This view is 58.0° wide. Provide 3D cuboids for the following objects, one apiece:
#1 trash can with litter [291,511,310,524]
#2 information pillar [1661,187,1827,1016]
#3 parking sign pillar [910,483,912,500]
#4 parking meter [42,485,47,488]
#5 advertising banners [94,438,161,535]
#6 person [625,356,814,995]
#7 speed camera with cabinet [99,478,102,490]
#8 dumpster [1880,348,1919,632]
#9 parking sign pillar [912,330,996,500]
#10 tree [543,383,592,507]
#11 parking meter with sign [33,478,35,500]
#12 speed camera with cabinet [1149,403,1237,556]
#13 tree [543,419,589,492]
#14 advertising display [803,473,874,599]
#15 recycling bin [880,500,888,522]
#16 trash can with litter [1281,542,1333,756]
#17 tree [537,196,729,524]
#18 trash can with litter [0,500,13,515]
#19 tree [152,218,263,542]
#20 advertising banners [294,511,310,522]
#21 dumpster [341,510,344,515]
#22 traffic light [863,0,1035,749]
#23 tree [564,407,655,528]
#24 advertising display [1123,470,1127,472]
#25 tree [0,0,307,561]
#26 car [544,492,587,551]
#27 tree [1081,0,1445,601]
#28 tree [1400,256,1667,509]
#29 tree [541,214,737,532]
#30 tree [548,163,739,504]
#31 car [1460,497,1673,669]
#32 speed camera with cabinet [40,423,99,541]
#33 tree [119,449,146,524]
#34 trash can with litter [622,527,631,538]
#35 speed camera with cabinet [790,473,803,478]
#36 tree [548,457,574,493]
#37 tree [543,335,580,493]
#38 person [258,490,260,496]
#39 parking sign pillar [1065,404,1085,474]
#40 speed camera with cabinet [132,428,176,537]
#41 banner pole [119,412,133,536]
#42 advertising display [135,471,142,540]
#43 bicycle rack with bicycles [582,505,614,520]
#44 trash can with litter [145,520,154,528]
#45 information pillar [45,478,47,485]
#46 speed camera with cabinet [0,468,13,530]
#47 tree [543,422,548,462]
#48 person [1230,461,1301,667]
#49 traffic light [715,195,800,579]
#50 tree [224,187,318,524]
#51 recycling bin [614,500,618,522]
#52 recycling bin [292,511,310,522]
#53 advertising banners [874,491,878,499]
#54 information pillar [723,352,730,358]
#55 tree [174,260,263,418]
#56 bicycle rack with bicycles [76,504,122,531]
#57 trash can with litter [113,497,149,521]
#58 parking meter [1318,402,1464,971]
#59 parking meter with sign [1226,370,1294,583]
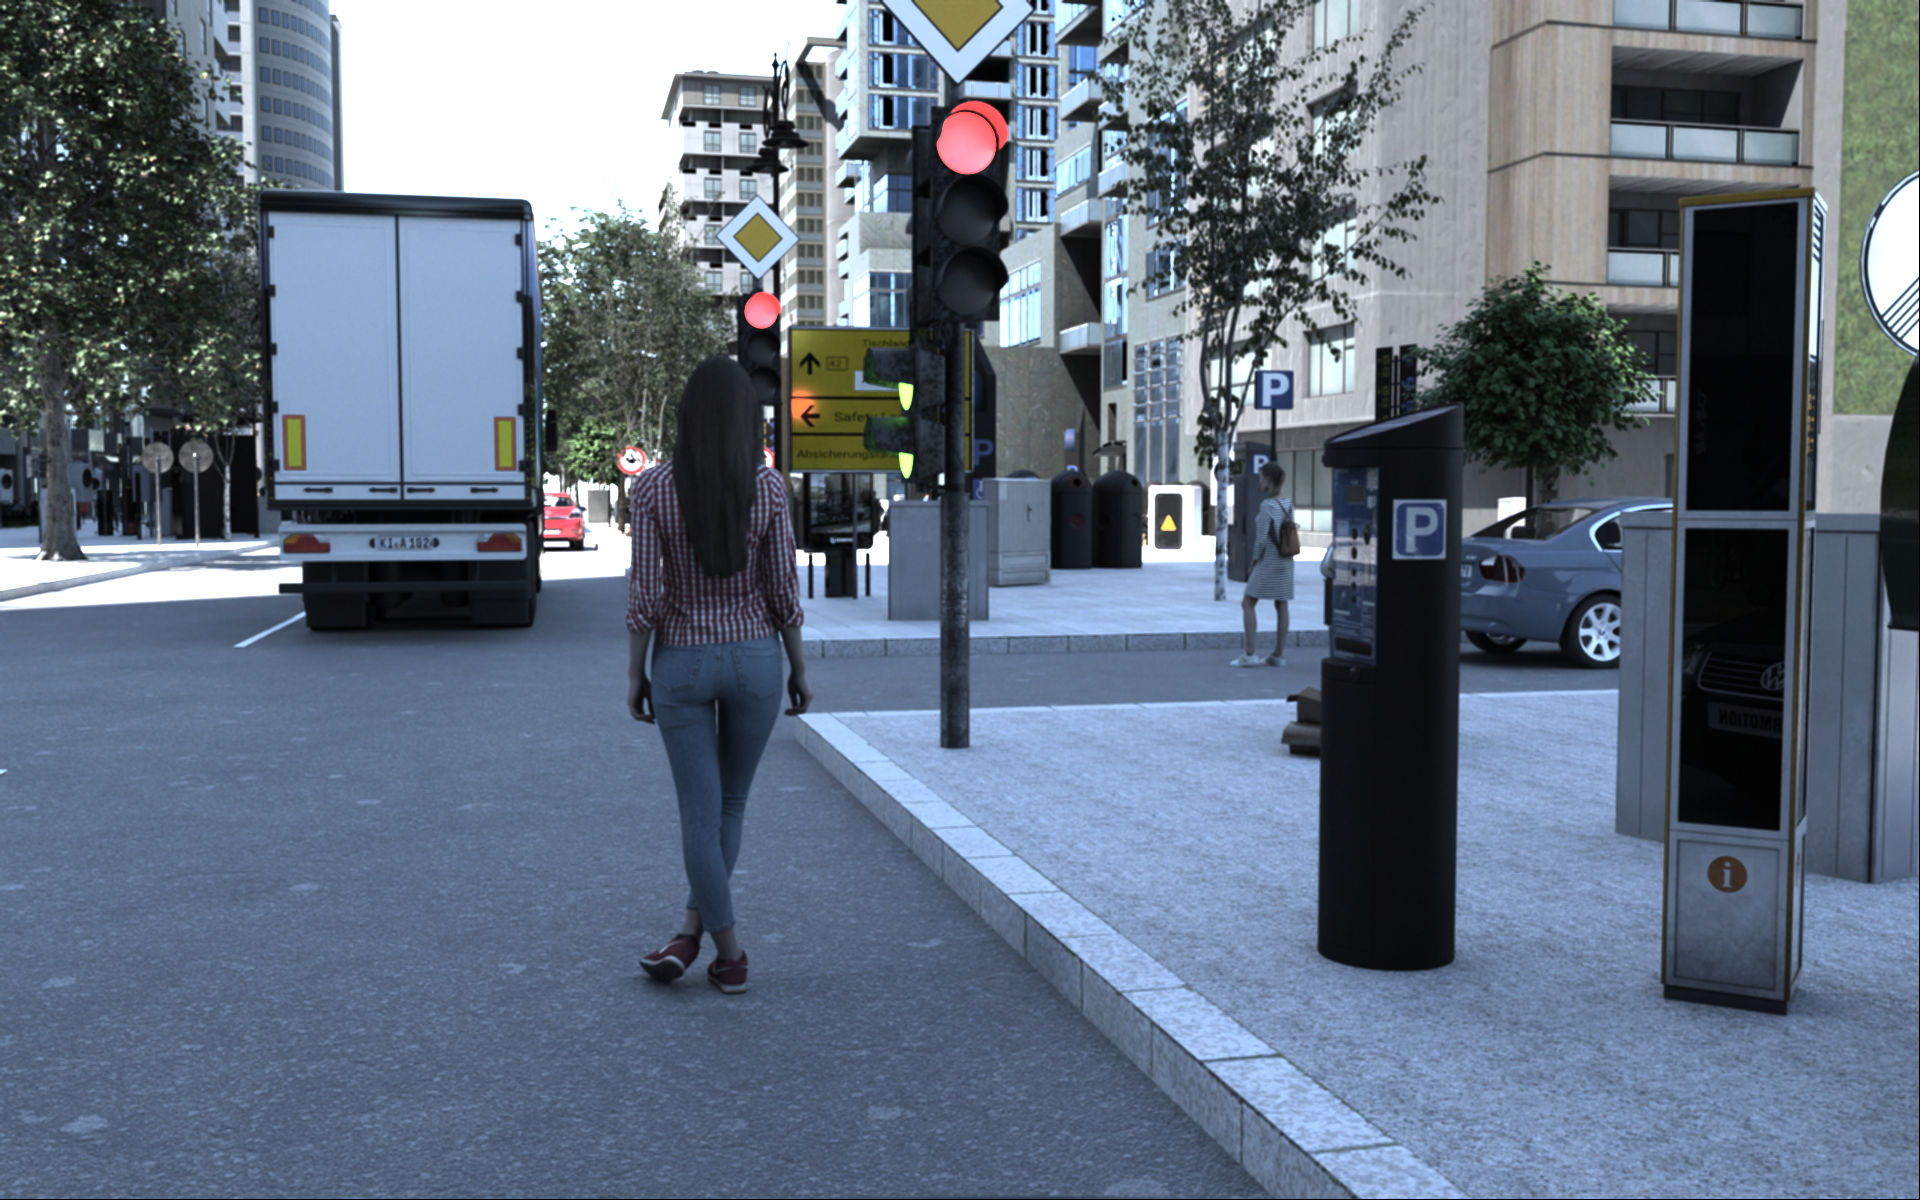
[{"bbox_3d":[-28.345,-3.895,74.736,1.678,1.210,2.233,0,4,-3],"label":"trash can with litter"},{"bbox_3d":[1.983,0.006,4.389,0.304,2.012,0.304,2,4,31],"label":"information pillar"},{"bbox_3d":[-1.411,-4.579,63.333,1.447,3.967,1.447,3,5,39],"label":"parking sign pillar"},{"bbox_3d":[-25.852,-2.494,49.186,0.372,1.533,0.369,0,3,0],"label":"parking meter"},{"bbox_3d":[-25.754,-3.514,53.640,2.074,3.025,0.090,0,4,-3],"label":"advertising banners"},{"bbox_3d":[-0.688,0.214,5.012,0.555,1.821,0.388,-2,4,-26],"label":"person"},{"bbox_3d":[-39.166,-5.035,76.659,2.038,3.252,0.660,-3,5,-45],"label":"speed camera with cabinet"},{"bbox_3d":[2.957,-0.034,3.050,1.502,2.255,1.985,-1,4,-14],"label":"dumpster"},{"bbox_3d":[0.180,-2.361,27.070,1.447,3.967,1.447,-1,4,-16],"label":"parking sign pillar"},{"bbox_3d":[-31.557,-13.224,141.969,9.928,11.665,9.643,0,3,0],"label":"tree"},{"bbox_3d":[-40.544,-4.974,77.586,1.738,3.016,0.543,-1,4,-23],"label":"parking meter with sign"},{"bbox_3d":[4.942,-2.534,35.768,2.038,3.252,0.660,2,4,29],"label":"speed camera with cabinet"},{"bbox_3d":[-52.628,-19.041,228.319,9.611,12.733,9.660,0,3,0],"label":"tree"},{"bbox_3d":[-1.500,-0.996,21.503,0.974,1.923,0.123,-3,4,-37],"label":"advertising display"},{"bbox_3d":[-2.810,-3.552,70.627,0.722,1.027,0.722,-2,4,-28],"label":"recycling bin"},{"bbox_3d":[2.060,0.163,8.724,0.624,1.170,1.055,2,4,34],"label":"trash can with litter"},{"bbox_3d":[-14.433,-10.258,74.380,9.857,13.997,8.962,0,3,0],"label":"tree"},{"bbox_3d":[-39.183,-3.668,71.353,1.055,1.170,0.624,3,4,39],"label":"trash can with litter"},{"bbox_3d":[-19.482,-5.845,45.932,4.360,8.622,3.978,0,3,0],"label":"tree"},{"bbox_3d":[-29.374,-4.938,76.919,0.090,3.025,2.074,-3,5,-42],"label":"advertising banners"},{"bbox_3d":[-29.886,-4.910,82.765,1.502,2.255,1.985,-1,4,-14],"label":"dumpster"},{"bbox_3d":[-0.045,-1.208,8.679,0.839,4.253,0.868,-1,4,-14],"label":"traffic light"},{"bbox_3d":[-13.266,-5.010,65.634,4.285,4.588,4.351,0,3,0],"label":"tree"},{"bbox_3d":[4.479,-2.586,47.490,0.123,1.923,0.974,1,4,10],"label":"advertising display"},{"bbox_3d":[-17.503,-7.109,33.240,9.611,12.733,9.660,0,3,0],"label":"tree"},{"bbox_3d":[-10.722,-2.185,44.761,2.155,1.783,4.494,-1,4,-15],"label":"car"},{"bbox_3d":[3.375,-4.303,20.723,4.360,8.622,3.978,0,3,0],"label":"tree"},{"bbox_3d":[7.911,-2.452,23.810,4.285,4.588,4.351,0,3,0],"label":"tree"},{"bbox_3d":[-11.526,-7.594,58.578,8.767,10.594,7.601,-1,4,-14],"label":"tree"},{"bbox_3d":[-6.995,-5.433,39.189,4.360,8.622,3.978,0,3,0],"label":"tree"},{"bbox_3d":[6.275,-0.198,15.246,4.499,1.417,2.014,-1,4,-14],"label":"car"},{"bbox_3d":[-24.714,-3.275,47.881,0.660,3.252,2.038,0,4,-3],"label":"speed camera with cabinet"},{"bbox_3d":[-35.329,-4.889,74.533,1.663,3.219,1.824,0,3,0],"label":"tree"},{"bbox_3d":[-9.446,-2.443,51.322,1.055,1.170,0.624,-2,4,-32],"label":"trash can with litter"},{"bbox_3d":[-5.993,-4.275,64.240,0.660,3.252,2.038,0,4,2],"label":"speed camera with cabinet"},{"bbox_3d":[-49.847,-16.299,216.850,4.737,8.622,4.395,0,3,0],"label":"tree"},{"bbox_3d":[-43.849,-20.833,196.513,12.611,20.169,13.585,0,3,0],"label":"tree"},{"bbox_3d":[-65.842,-9.426,162.625,0.705,1.823,1.348,-2,4,-30],"label":"person"},{"bbox_3d":[3.415,-3.851,51.441,1.447,3.967,1.447,1,4,11],"label":"parking sign pillar"},{"bbox_3d":[-24.175,-3.547,52.335,0.660,3.252,2.038,0,4,6],"label":"speed camera with cabinet"},{"bbox_3d":[-25.430,-3.844,52.873,0.401,3.779,0.863,-3,5,-44],"label":"banner pole"},{"bbox_3d":[-23.238,-2.677,48.983,0.123,1.923,0.974,-2,4,-26],"label":"advertising display"},{"bbox_3d":[-17.013,-4.336,84.281,2.925,0.926,2.852,-3,4,-37],"label":"bicycle rack with bicycles"},{"bbox_3d":[-30.460,-3.331,65.855,1.055,1.170,0.624,0,4,0],"label":"trash can with litter"},{"bbox_3d":[-27.331,-2.916,52.171,0.304,2.012,0.304,-3,4,-39],"label":"information pillar"},{"bbox_3d":[-34.363,-4.087,61.160,0.660,3.252,2.038,0,4,7],"label":"speed camera with cabinet"},{"bbox_3d":[-27.801,-10.611,123.857,4.360,8.622,3.978,0,3,0],"label":"tree"},{"bbox_3d":[2.596,-0.300,14.410,0.522,1.701,0.512,3,5,41],"label":"person"},{"bbox_3d":[-1.931,-1.683,16.439,0.839,4.253,0.868,-1,4,-14],"label":"traffic light"},{"bbox_3d":[-26.602,-9.795,70.512,12.009,13.543,11.850,0,3,0],"label":"tree"},{"bbox_3d":[-15.323,-4.064,79.007,0.722,1.027,0.722,-2,4,-31],"label":"recycling bin"},{"bbox_3d":[-30.664,-4.177,80.842,0.722,1.027,0.722,0,4,8],"label":"recycling bin"},{"bbox_3d":[-4.233,-4.345,67.230,2.074,3.025,0.090,0,4,-5],"label":"advertising banners"},{"bbox_3d":[-3.765,-2.275,28.543,0.183,3.616,0.504,-2,4,-31],"label":"information pillar"},{"bbox_3d":[-23.715,-7.709,60.453,7.601,10.594,8.767,0,4,-7],"label":"tree"},{"bbox_3d":[-30.672,-2.910,60.965,2.852,0.926,2.925,-1,4,-15],"label":"bicycle rack with bicycles"},{"bbox_3d":[-39.218,-4.321,81.714,2.233,1.210,1.678,2,4,23],"label":"trash can with litter"},{"bbox_3d":[1.188,0.221,4.790,0.372,1.533,0.369,0,3,0],"label":"parking meter"},{"bbox_3d":[4.312,-1.778,25.324,0.543,3.016,1.738,-1,4,-8],"label":"parking meter with sign"}]
